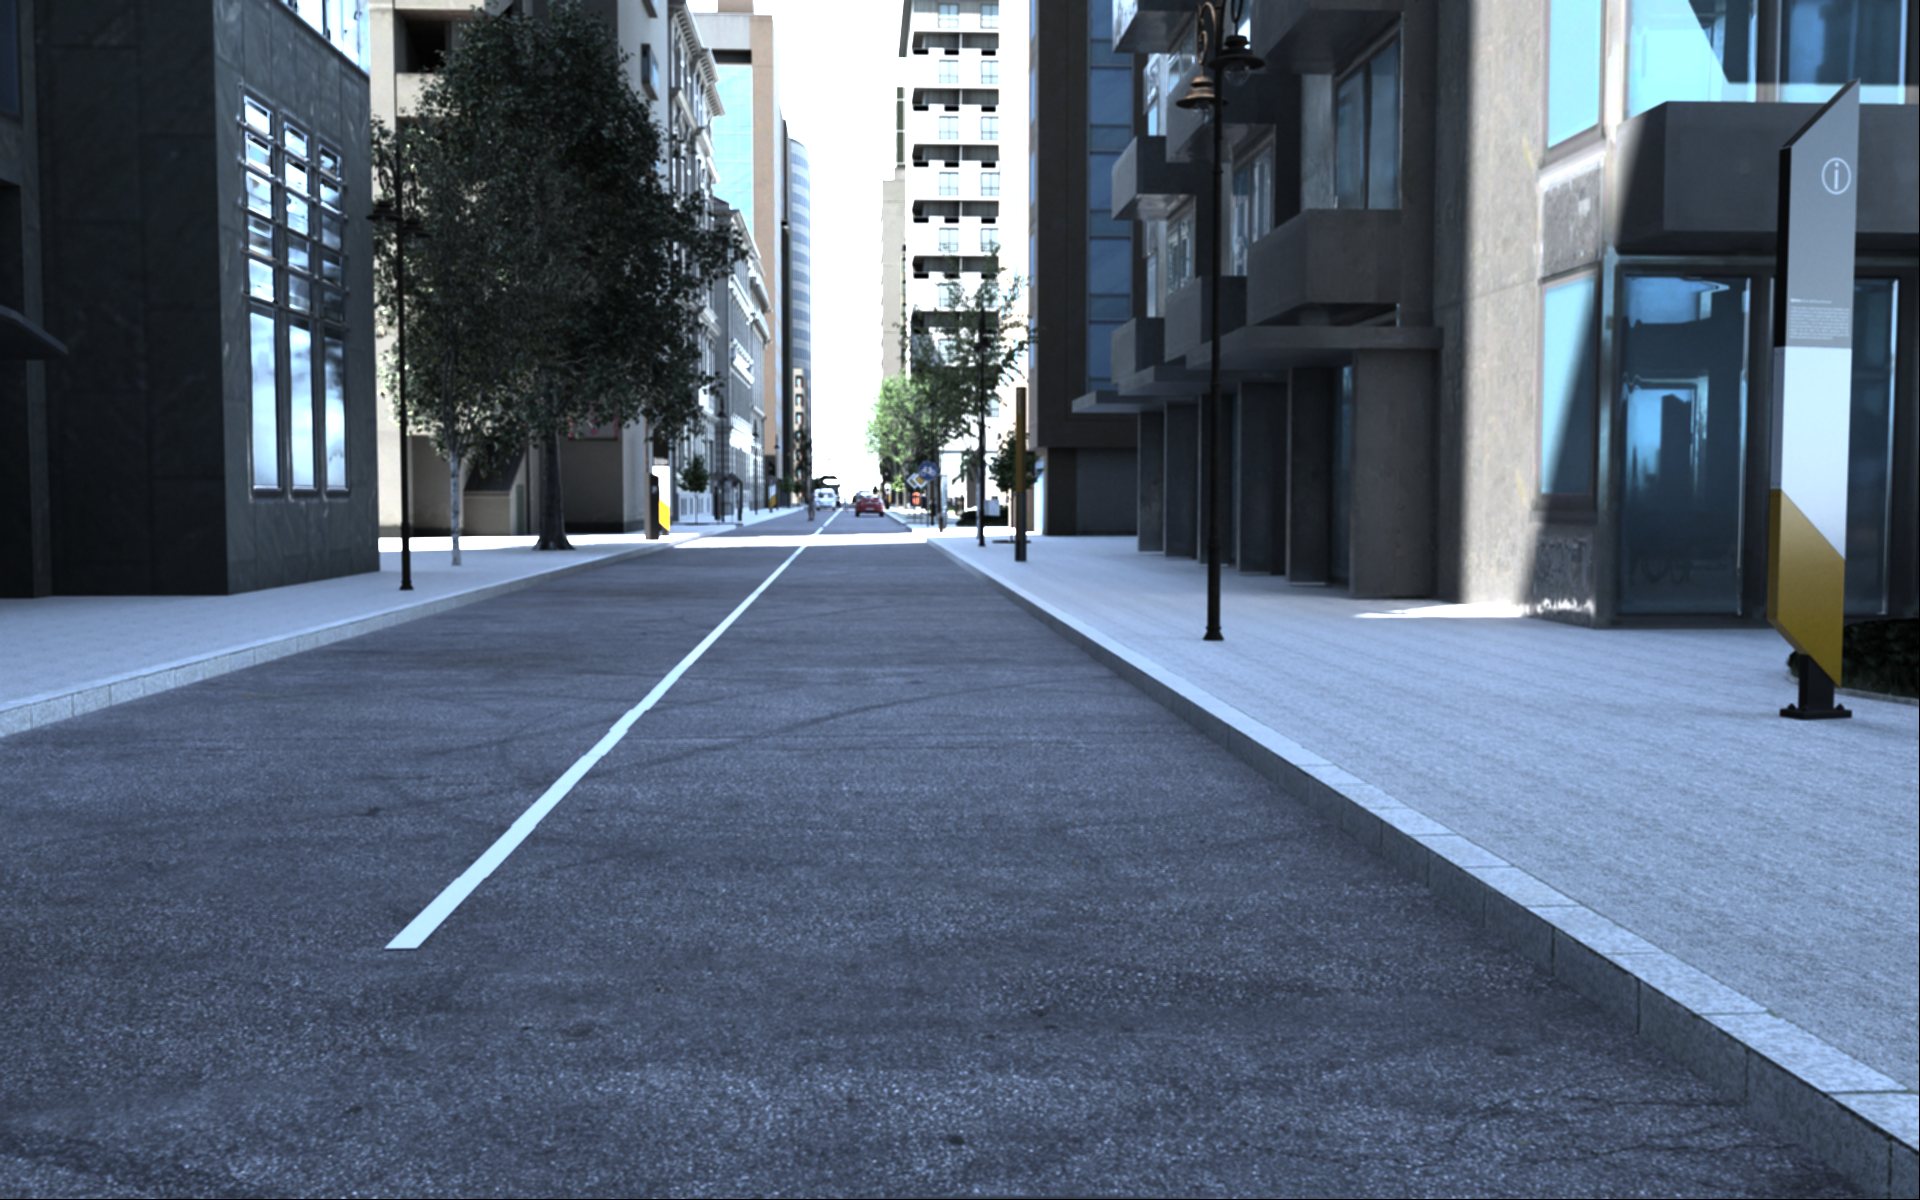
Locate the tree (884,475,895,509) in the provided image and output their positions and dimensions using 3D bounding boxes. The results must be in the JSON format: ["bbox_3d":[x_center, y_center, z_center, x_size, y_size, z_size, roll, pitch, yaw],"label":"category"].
[{"bbox_3d":[-5.179,-9.510,150.083,1.663,3.219,1.824,0,3,0],"label":"tree"}]

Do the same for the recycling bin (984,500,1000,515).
[{"bbox_3d":[1.356,-4.126,80.016,0.722,1.027,0.722,-3,4,-36],"label":"recycling bin"}]

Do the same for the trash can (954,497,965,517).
[{"bbox_3d":[-0.016,-5.341,98.973,0.748,1.137,0.748,0,3,0],"label":"trash can"}]

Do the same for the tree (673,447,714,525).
[{"bbox_3d":[-10.992,-4.742,72.140,1.663,3.219,1.824,0,3,0],"label":"tree"}]

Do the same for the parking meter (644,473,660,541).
[{"bbox_3d":[-8.490,-2.572,47.756,0.255,1.863,0.399,3,4,39],"label":"parking meter"}]

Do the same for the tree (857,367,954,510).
[{"bbox_3d":[-4.282,-13.111,140.124,9.928,11.665,9.643,0,3,0],"label":"tree"}]

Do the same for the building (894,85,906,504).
[{"bbox_3d":[-3.303,-52.876,302.778,20.563,71.187,20.611,0,4,-3],"label":"building"}]

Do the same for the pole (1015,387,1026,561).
[{"bbox_3d":[1.159,-2.394,32.991,0.158,3.312,0.155,0,3,0],"label":"pole"}]

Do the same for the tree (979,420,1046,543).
[{"bbox_3d":[1.382,-3.115,45.525,1.663,3.219,1.824,0,3,0],"label":"tree"}]

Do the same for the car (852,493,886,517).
[{"bbox_3d":[-5.799,-6.225,110.812,2.155,1.783,4.494,0,4,-4],"label":"car"}]

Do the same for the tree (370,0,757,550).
[{"bbox_3d":[-9.465,-7.502,39.671,9.611,12.733,9.660,0,3,0],"label":"tree"}]

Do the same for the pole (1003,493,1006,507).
[{"bbox_3d":[3.033,-7.593,117.986,0.158,3.312,0.155,0,3,0],"label":"pole"}]

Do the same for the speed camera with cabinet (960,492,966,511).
[{"bbox_3d":[0.603,-7.840,122.524,0.660,3.252,2.038,-1,4,-19],"label":"speed camera with cabinet"}]

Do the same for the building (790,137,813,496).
[{"bbox_3d":[-34.759,-45.100,279.388,21.231,58.520,28.212,0,4,-3],"label":"building"}]

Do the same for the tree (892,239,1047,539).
[{"bbox_3d":[0.298,-6.060,49.439,4.737,8.622,4.395,0,3,0],"label":"tree"}]

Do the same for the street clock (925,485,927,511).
[{"bbox_3d":[-2.597,-7.642,129.523,0.358,2.002,0.471,-1,4,-16],"label":"street clock"}]

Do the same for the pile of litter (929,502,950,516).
[{"bbox_3d":[-1.306,-5.331,101.133,1.176,0.858,1.719,-3,4,-37],"label":"pile of litter"}]

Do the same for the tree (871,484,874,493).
[{"bbox_3d":[-14.936,-18.990,305.089,1.663,3.219,1.824,0,3,0],"label":"tree"}]

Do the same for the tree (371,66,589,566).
[{"bbox_3d":[-8.820,-4.927,30.923,4.360,8.622,3.978,0,3,0],"label":"tree"}]

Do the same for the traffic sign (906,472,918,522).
[{"bbox_3d":[-2.082,-4.626,79.277,0.795,2.450,0.064,0,4,-3],"label":"traffic sign"}]

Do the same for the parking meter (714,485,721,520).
[{"bbox_3d":[-12.005,-4.901,85.840,0.255,1.863,0.399,1,4,8],"label":"parking meter"}]

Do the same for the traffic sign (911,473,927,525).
[{"bbox_3d":[-1.605,-4.138,71.307,0.795,2.450,0.064,0,4,-3],"label":"traffic sign"}]

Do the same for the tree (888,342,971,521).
[{"bbox_3d":[-1.200,-8.124,83.191,4.360,8.622,3.978,0,3,0],"label":"tree"}]

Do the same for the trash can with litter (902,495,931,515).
[{"bbox_3d":[-2.543,-5.950,108.333,2.233,1.210,1.678,-1,4,-9],"label":"trash can with litter"}]

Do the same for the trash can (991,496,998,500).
[{"bbox_3d":[3.101,-8.734,154.454,0.748,1.137,0.748,0,3,0],"label":"trash can"}]

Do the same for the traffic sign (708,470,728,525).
[{"bbox_3d":[-9.885,-4.110,70.833,0.795,2.450,0.064,0,4,-3],"label":"traffic sign"}]

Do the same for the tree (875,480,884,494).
[{"bbox_3d":[-8.343,-12.624,201.001,1.663,3.219,1.824,0,3,0],"label":"tree"}]

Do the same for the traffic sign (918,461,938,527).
[{"bbox_3d":[-1.245,-4.090,66.983,0.768,2.556,0.104,0,3,0],"label":"traffic sign"}]

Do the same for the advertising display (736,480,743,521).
[{"bbox_3d":[-10.509,-4.728,82.518,0.123,1.923,0.974,-1,4,-17],"label":"advertising display"}]

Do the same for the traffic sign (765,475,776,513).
[{"bbox_3d":[-12.699,-7.095,116.113,0.768,2.556,0.104,0,4,0],"label":"traffic sign"}]

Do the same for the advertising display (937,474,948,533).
[{"bbox_3d":[-0.575,-3.181,57.224,0.123,1.923,0.974,1,4,13],"label":"advertising display"}]

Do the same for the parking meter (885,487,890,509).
[{"bbox_3d":[-6.190,-8.675,147.548,0.399,1.863,0.255,0,4,2],"label":"parking meter"}]

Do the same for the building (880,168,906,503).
[{"bbox_3d":[-0.904,-38.495,253.091,21.300,48.544,21.600,0,4,-3],"label":"building"}]

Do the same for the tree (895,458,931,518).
[{"bbox_3d":[-2.396,-6.027,93.136,1.663,3.219,1.824,0,3,0],"label":"tree"}]

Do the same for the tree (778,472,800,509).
[{"bbox_3d":[-15.347,-9.678,152.828,1.663,3.219,1.824,0,3,0],"label":"tree"}]

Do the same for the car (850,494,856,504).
[{"bbox_3d":[-15.339,-15.159,258.078,2.015,1.641,3.980,0,4,-4],"label":"car"}]

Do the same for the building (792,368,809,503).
[{"bbox_3d":[-36.305,-24.883,251.872,27.650,21.520,28.899,0,4,-3],"label":"building"}]

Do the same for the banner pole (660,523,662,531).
[{"bbox_3d":[-10.206,-4.255,59.583,0.401,3.779,0.863,-3,4,-37],"label":"banner pole"}]

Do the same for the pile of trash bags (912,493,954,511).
[{"bbox_3d":[-1.956,-7.462,131.748,3.447,1.369,1.912,1,4,11],"label":"pile of trash bags"}]

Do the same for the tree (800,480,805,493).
[{"bbox_3d":[-17.547,-11.675,185.480,1.663,3.219,1.824,0,3,0],"label":"tree"}]

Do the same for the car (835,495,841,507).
[{"bbox_3d":[-14.598,-11.378,198.606,1.945,1.354,3.894,0,4,-4],"label":"car"}]

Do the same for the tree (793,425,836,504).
[{"bbox_3d":[-20.709,-18.150,231.170,8.767,10.594,7.601,-1,4,-11],"label":"tree"}]

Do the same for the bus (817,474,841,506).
[{"bbox_3d":[-16.534,-13.988,220.252,2.896,3.916,12.252,0,4,-2],"label":"bus"}]

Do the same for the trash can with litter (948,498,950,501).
[{"bbox_3d":[-1.138,-6.487,117.448,0.624,1.170,1.055,1,4,22],"label":"trash can with litter"}]

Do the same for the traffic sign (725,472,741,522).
[{"bbox_3d":[-10.363,-4.597,78.804,0.795,2.450,0.064,0,4,-3],"label":"traffic sign"}]

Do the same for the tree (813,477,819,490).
[{"bbox_3d":[-25.688,-20.061,311.710,4.285,4.588,4.351,0,3,0],"label":"tree"}]
